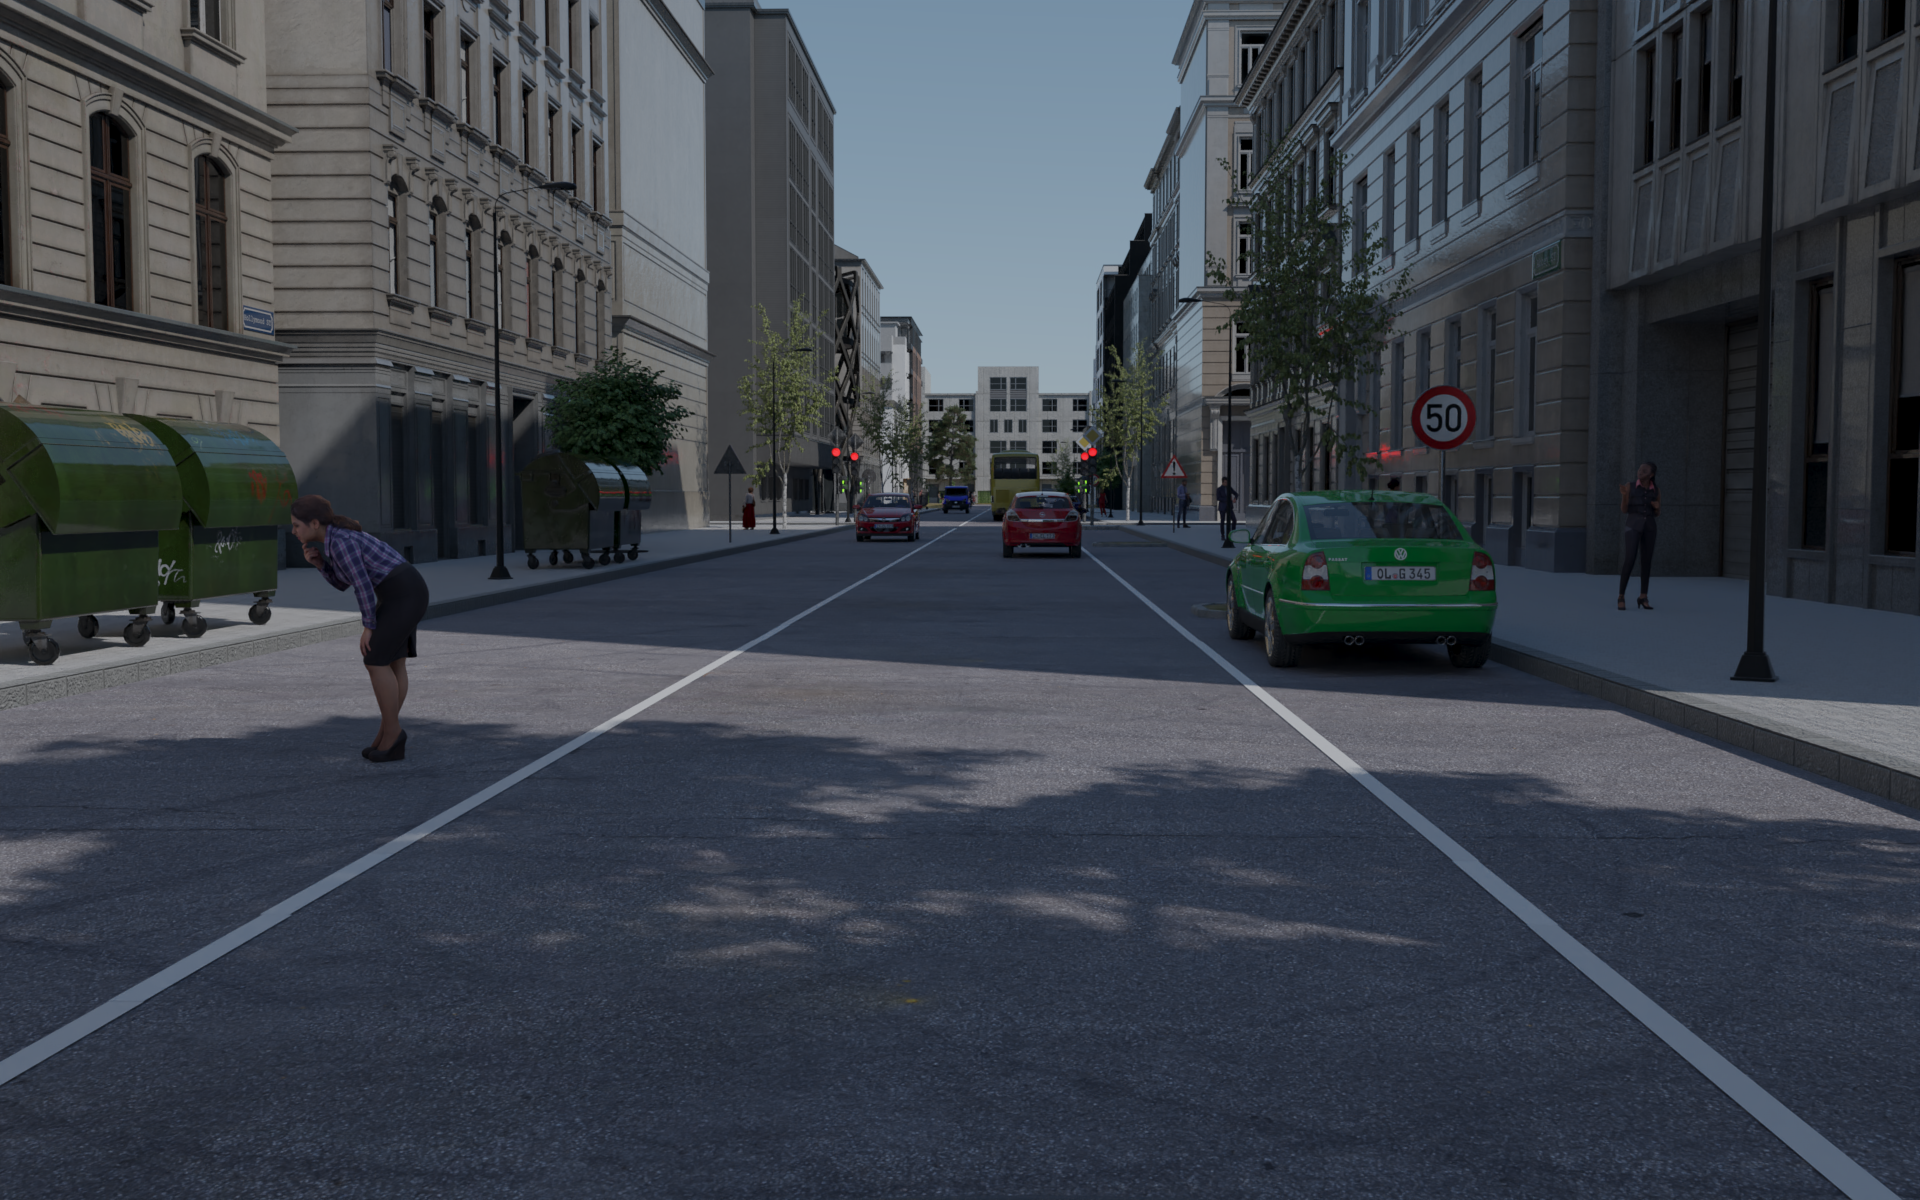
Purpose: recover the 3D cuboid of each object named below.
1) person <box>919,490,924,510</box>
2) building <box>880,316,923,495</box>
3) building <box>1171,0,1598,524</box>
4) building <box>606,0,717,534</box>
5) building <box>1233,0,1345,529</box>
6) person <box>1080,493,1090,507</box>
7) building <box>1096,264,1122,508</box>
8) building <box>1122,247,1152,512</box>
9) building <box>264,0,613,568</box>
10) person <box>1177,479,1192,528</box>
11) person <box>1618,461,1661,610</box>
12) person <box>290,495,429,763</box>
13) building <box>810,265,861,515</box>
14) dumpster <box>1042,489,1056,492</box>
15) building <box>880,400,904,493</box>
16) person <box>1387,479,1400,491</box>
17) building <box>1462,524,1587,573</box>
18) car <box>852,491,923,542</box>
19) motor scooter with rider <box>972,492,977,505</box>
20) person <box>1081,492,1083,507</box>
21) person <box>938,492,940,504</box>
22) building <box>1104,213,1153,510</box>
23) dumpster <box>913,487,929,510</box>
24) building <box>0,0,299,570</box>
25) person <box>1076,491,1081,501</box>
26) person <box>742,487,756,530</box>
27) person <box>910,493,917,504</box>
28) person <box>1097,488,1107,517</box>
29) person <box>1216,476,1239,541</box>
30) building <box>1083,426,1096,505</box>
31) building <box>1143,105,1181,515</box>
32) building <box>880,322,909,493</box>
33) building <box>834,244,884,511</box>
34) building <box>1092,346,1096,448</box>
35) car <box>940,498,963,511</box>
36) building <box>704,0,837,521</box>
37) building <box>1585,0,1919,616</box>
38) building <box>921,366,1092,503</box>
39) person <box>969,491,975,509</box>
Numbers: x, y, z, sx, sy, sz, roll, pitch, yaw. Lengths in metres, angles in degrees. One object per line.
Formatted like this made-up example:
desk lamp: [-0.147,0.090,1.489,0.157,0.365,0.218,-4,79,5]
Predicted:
person: [-3.078,-8.015,138.558,0.415,1.643,0.593,-2,4,-24]
building: [-21.401,-22.597,213.433,32.646,21.610,27.936,0,4,2]
building: [21.190,-18.393,86.634,20.117,28.700,13.634,0,4,2]
building: [-24.196,-13.859,59.886,30.059,22.955,16.112,0,4,2]
building: [15.397,-11.755,56.821,10.561,19.102,19.286,0,4,2]
person: [12.317,-9.933,168.463,1.348,1.822,0.705,1,4,20]
building: [27.201,-19.950,170.150,27.936,21.610,32.646,0,4,2]
building: [17.831,-16.750,128.614,10.420,20.320,16.860,0,4,2]
building: [-14.413,-11.574,38.392,9.793,20.994,18.267,0,4,2]
person: [8.501,-3.630,65.259,0.599,1.838,0.709,3,5,43]
person: [7.530,-0.713,19.172,0.593,1.643,0.415,-3,5,-42]
person: [-3.191,0.152,9.254,0.697,1.427,0.421,-2,4,-28]
building: [-15.089,-15.058,113.645,16.820,18.784,16.811,0,4,2]
dumpster: [7.531,-8.119,140.969,1.865,1.857,1.264,0,4,1]
building: [-9.957,-13.853,168.647,9.099,9.664,28.070,0,4,2]
person: [7.429,-1.284,29.406,0.453,1.535,0.546,2,4,35]
building: [16.200,-15.347,36.827,13.634,28.700,20.117,0,4,2]
car: [-2.203,-2.716,53.453,2.155,1.783,4.494,0,4,1]
motor scooter with rider: [1.791,-13.341,227.092,0.876,1.779,1.986,0,4,3]
person: [11.661,-9.533,162.363,0.568,1.767,0.683,0,4,-5]
person: [-2.739,-13.693,233.102,0.721,1.735,1.217,0,4,3]
building: [18.640,-19.275,144.819,12.332,23.373,15.834,0,4,2]
dumpster: [-3.261,-8.469,144.219,1.264,1.857,1.865,0,4,2]
building: [-17.129,-11.793,11.908,14.460,24.649,34.723,0,4,2]
person: [9.267,-7.927,136.197,0.434,1.755,0.990,0,4,0]
person: [-7.571,-3.284,62.202,0.523,1.526,0.387,-3,4,-39]
person: [-3.625,-7.751,134.649,0.647,1.594,0.662,1,4,17]
person: [8.030,-5.509,97.820,0.593,1.614,0.444,0,4,3]
person: [7.421,-2.521,47.715,0.683,1.767,0.568,-1,4,-23]
building: [20.160,-16.537,212.532,9.099,9.664,28.070,0,4,2]
building: [18.431,-18.956,107.195,12.463,27.353,25.104,0,4,2]
building: [-13.458,-20.289,188.138,16.016,20.091,11.380,0,4,2]
building: [-11.541,-17.579,136.564,9.793,20.994,18.267,0,4,2]
building: [22.895,-20.545,192.334,16.016,20.091,11.380,0,4,2]
car: [-0.638,-8.599,149.634,2.155,1.783,4.494,0,4,0]
building: [-14.837,-18.316,92.976,14.314,27.812,24.014,0,4,2]
building: [15.732,-12.168,16.964,12.078,24.808,19.932,0,4,2]
building: [2.722,-23.352,248.262,31.486,18.905,16.747,0,4,2]
person: [1.242,-11.738,201.133,0.721,1.736,1.217,3,5,40]
